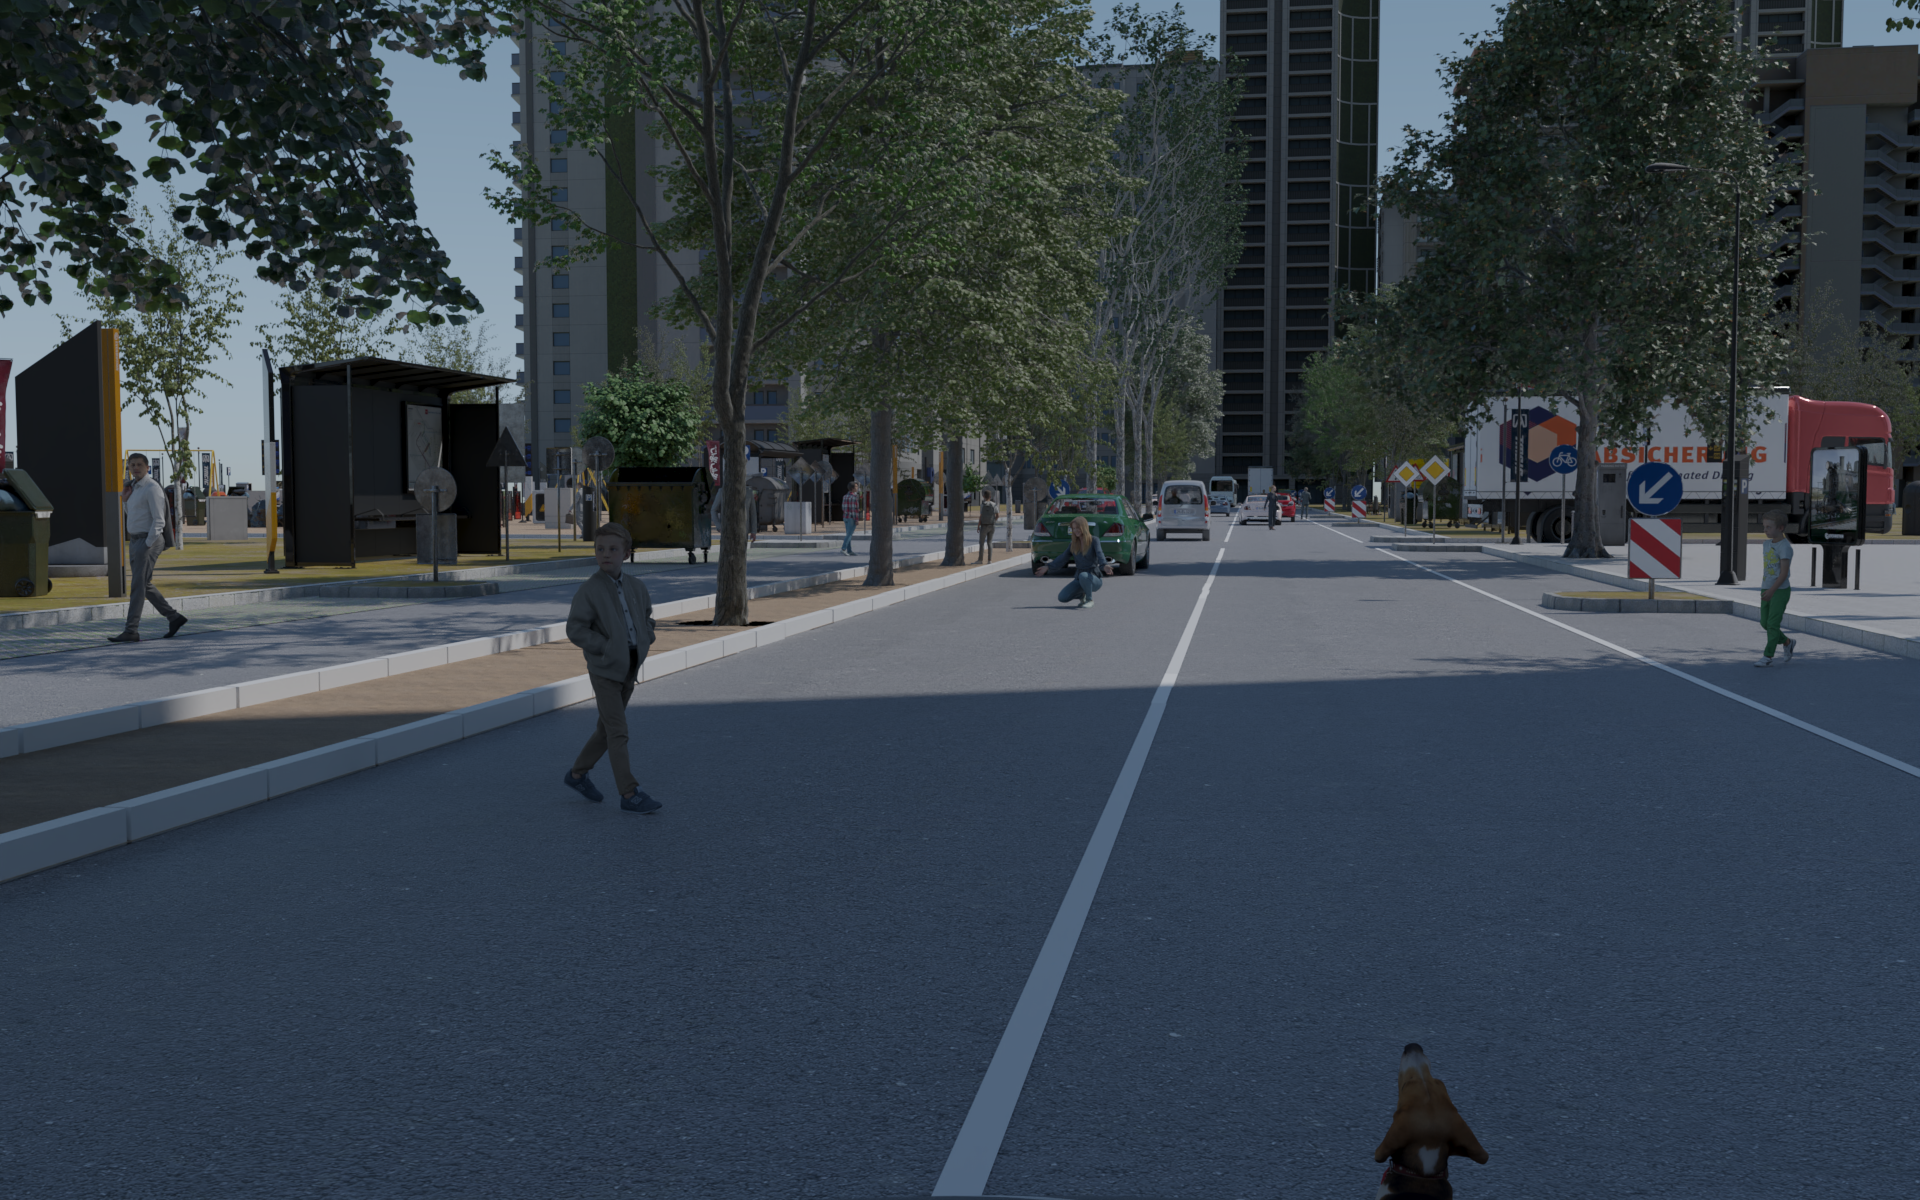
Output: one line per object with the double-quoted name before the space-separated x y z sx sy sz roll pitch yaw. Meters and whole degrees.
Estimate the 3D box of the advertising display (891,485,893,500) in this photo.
"advertising display" -4.742 -7.098 121.266 0.974 1.923 0.123 1 4 17

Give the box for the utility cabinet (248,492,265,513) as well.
"utility cabinet" -44.231 -6.148 109.204 1.173 1.500 0.318 -1 4 -10

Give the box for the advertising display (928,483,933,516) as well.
"advertising display" -1.813 -5.896 101.617 0.123 1.923 0.974 1 4 20

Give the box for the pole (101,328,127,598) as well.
"pole" -10.471 -1.687 21.429 0.158 3.312 0.155 0 3 0

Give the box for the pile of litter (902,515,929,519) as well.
"pile of litter" -2.380 -4.660 90.162 1.176 0.858 1.719 -1 4 -20

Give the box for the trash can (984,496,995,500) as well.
"trash can" 2.363 -7.210 129.531 0.748 1.137 0.748 0 3 0

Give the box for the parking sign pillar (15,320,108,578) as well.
"parking sign pillar" -13.984 -2.361 27.074 1.447 3.967 1.447 0 4 -1

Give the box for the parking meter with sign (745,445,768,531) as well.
"parking meter with sign" -7.289 -3.959 60.983 0.543 3.016 1.738 -2 4 -32

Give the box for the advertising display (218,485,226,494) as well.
"advertising display" -49.905 -6.840 117.043 0.974 1.923 0.123 3 5 39

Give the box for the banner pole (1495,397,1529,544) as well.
"banner pole" 14.283 -3.346 44.727 0.863 3.779 0.401 0 4 -2

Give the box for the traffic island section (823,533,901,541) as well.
"traffic island section" -3.034 -1.994 54.875 2.009 0.180 2.903 1 4 9

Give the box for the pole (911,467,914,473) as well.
"pole" -3.538 -8.320 129.870 0.158 3.312 0.155 0 3 0

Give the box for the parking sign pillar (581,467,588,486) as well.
"parking sign pillar" -21.822 -6.848 100.430 1.447 3.967 1.447 -1 4 -14

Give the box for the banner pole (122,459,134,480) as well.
"banner pole" -52.056 -7.250 108.557 0.863 3.779 0.401 0 4 -3

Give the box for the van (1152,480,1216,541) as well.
"van" 7.024 -2.893 54.308 2.013 2.044 4.112 1 4 8

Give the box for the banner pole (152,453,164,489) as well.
"banner pole" -48.791 -7.065 105.528 0.863 3.779 0.401 -1 4 -9

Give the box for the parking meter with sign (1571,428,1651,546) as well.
"parking meter with sign" 16.110 -2.853 42.914 1.738 3.016 0.543 1 4 11

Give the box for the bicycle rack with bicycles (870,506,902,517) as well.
"bicycle rack with bicycles" -4.163 -5.241 99.074 2.852 0.926 2.925 3 5 41

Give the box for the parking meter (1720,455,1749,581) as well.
"parking meter" 11.434 -1.215 25.573 0.399 1.863 0.255 -3 5 -43

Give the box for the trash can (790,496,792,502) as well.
"trash can" -11.654 -6.766 122.272 0.748 1.137 0.748 0 3 0

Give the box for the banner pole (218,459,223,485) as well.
"banner pole" -53.239 -8.243 124.786 0.401 3.779 0.863 0 4 -4

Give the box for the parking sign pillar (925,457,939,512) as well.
"parking sign pillar" -2.220 -8.425 126.224 1.447 3.967 1.447 1 4 13

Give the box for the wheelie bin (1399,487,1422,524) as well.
"wheelie bin" 19.201 -4.050 74.125 0.693 1.594 0.980 -1 4 -12

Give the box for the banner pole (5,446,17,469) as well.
"banner pole" -48.845 -6.075 89.348 0.863 3.779 0.401 -3 5 -40

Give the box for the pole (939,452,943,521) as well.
"pole" -0.915 -5.474 83.337 0.158 3.312 0.155 0 3 0

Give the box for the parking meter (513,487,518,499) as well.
"parking meter" -33.524 -7.640 130.629 0.399 1.863 0.255 0 4 -8

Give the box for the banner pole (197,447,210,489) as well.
"banner pole" -40.311 -6.256 92.305 0.401 3.779 0.863 3 5 40

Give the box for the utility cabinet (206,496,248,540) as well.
"utility cabinet" -20.457 -2.273 48.332 1.020 1.237 0.306 -3 5 -39

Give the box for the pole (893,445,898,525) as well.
"pole" -2.706 -4.790 72.164 0.158 3.312 0.155 0 3 0

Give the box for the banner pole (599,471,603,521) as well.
"banner pole" -16.808 -5.572 81.115 0.401 3.779 0.863 -1 4 -20

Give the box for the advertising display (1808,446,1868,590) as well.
"advertising display" 11.921 -1.122 23.551 0.123 1.923 0.974 -1 4 -12

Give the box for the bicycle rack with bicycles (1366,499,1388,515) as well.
"bicycle rack with bicycles" 30.185 -6.582 120.996 2.925 0.926 2.852 0 4 0

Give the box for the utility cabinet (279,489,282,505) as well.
"utility cabinet" -39.194 -5.591 100.087 0.318 1.500 1.173 -2 4 -34

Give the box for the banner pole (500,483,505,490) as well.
"banner pole" -32.119 -8.002 120.850 0.863 3.779 0.401 -2 4 -35

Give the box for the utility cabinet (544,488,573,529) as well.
"utility cabinet" -14.477 -3.306 62.732 1.173 1.500 0.318 2 4 26

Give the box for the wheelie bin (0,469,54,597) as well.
"wheelie bin" -11.819 -0.842 21.675 0.693 1.594 0.980 -1 4 -9

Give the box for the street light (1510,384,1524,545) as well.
"street light" 13.579 -4.359 43.813 1.470 5.913 1.316 1 4 9

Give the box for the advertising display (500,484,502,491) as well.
"advertising display" -28.534 -6.173 106.142 0.974 1.923 0.123 1 4 13

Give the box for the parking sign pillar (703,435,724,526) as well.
"parking sign pillar" -9.691 -4.983 69.949 1.447 3.967 1.447 0 4 -6

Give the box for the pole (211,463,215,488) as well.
"pole" -49.128 -7.345 113.934 0.158 3.312 0.155 0 3 0

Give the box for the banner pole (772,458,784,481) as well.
"banner pole" -9.533 -6.122 90.117 0.863 3.779 0.401 1 4 11

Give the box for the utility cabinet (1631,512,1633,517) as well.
"utility cabinet" 25.635 -3.455 65.170 1.173 1.500 0.318 2 4 34

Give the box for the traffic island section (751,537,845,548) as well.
"traffic island section" -4.333 -1.512 46.996 2.009 0.180 2.903 1 4 9

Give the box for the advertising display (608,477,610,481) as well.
"advertising display" -11.081 -3.172 57.074 0.974 1.923 0.123 -1 4 -10

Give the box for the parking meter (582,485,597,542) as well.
"parking meter" -10.005 -2.347 46.778 0.372 1.533 0.369 0 3 0

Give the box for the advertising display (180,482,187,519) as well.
"advertising display" -40.267 -5.178 89.870 0.123 1.923 0.974 -1 4 -11

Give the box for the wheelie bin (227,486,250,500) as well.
"wheelie bin" -29.345 -3.822 70.401 0.693 1.594 0.980 3 5 44

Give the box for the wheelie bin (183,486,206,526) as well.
"wheelie bin" -30.918 -3.793 69.930 0.693 1.594 0.980 0 4 6

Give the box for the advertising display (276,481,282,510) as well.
"advertising display" -32.861 -4.768 83.164 0.123 1.923 0.974 3 4 38

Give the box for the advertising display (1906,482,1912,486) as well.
"advertising display" 49.428 -5.157 89.528 0.974 1.923 0.123 1 4 14

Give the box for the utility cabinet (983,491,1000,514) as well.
"utility cabinet" 2.061 -6.362 112.695 1.173 1.500 0.318 3 5 44

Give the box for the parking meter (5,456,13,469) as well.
"parking meter" -14.195 -1.220 25.657 0.399 1.863 0.255 3 5 41

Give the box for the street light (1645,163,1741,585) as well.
"street light" 10.318 -3.172 24.396 1.470 5.913 1.316 1 4 9

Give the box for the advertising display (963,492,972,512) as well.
"advertising display" 0.383 -7.289 124.391 0.974 1.923 0.123 -2 4 -28
